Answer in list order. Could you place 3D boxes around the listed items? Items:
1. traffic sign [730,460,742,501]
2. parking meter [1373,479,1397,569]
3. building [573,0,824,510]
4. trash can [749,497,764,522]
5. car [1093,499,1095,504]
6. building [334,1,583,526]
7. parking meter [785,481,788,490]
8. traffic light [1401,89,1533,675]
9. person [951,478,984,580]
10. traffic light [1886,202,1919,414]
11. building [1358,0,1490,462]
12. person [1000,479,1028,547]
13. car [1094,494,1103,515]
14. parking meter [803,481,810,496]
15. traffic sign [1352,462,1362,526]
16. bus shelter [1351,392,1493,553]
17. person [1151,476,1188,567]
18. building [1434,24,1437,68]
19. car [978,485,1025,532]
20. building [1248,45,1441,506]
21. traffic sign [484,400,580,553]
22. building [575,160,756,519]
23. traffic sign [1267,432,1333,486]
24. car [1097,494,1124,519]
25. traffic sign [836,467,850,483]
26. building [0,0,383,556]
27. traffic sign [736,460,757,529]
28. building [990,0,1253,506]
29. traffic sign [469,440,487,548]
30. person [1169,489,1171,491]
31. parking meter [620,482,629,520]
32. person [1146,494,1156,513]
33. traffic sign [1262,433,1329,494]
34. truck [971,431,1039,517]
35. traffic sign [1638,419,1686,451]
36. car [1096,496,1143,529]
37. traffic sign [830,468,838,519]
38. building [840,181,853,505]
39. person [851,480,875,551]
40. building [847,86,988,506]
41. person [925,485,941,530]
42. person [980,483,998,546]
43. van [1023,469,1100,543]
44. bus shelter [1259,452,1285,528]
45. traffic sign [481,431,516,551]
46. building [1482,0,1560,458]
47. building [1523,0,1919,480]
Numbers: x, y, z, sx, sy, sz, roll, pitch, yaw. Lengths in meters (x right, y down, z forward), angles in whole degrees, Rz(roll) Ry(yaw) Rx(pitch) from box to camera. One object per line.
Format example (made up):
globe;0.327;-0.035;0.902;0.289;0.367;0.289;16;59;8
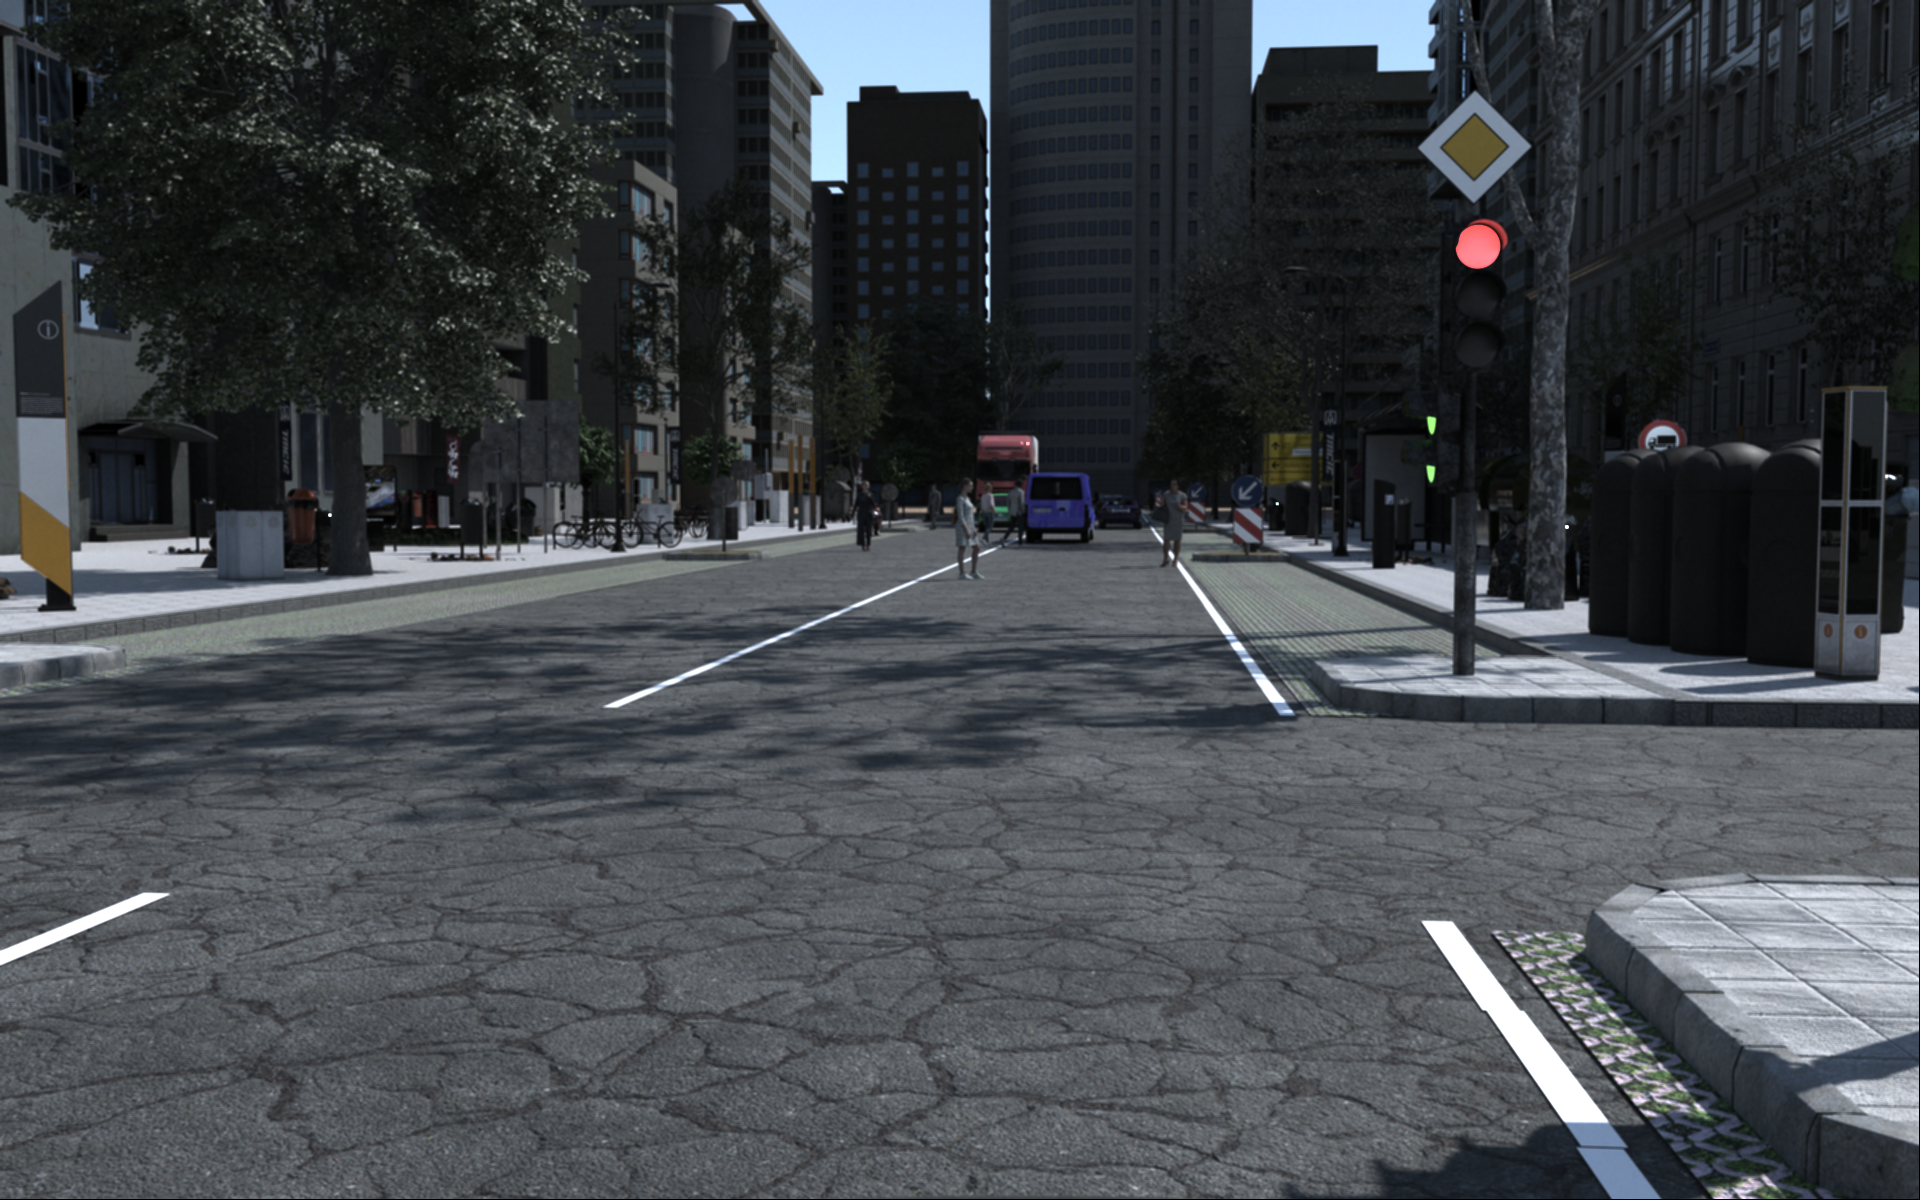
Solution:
traffic sign;-8.171;-3.928;64.325;0.768;2.556;0.104;1;4;11
parking meter;7.330;-1.315;29.913;0.372;1.533;0.369;0;3;0
building;-24.237;-27.191;136.454;23.993;40.220;32.217;0;4;5
trash can;-9.424;-4.214;80.548;0.748;1.137;0.748;0;3;0
car;13.128;-9.057;158.301;2.015;1.641;3.980;0;4;5
building;-25.304;-18.497;74.125;14.160;30.474;14.107;0;4;5
parking meter;-7.828;-4.515;79.536;0.399;1.863;0.255;0;4;-7
traffic light;3.563;-1.424;12.203;0.839;4.253;0.868;0;4;5
person;0.098;-1.194;29.033;0.522;1.701;0.512;1;4;19
traffic light;2.795;-0.938;4.255;0.839;4.253;0.868;0;4;5
building;43.320;-49.855;127.804;22.319;86.520;31.000;0;4;5
person;1.470;-2.329;46.433;0.795;1.843;0.661;-3;4;-38
car;10.253;-6.595;119.633;2.131;1.459;4.920;0;4;7
parking meter;-6.917;-4.441;78.321;0.255;1.863;0.399;1;4;19
traffic sign;15.880;-4.184;68.508;0.768;2.556;0.104;0;4;6
bus shelter;9.663;-2.617;36.707;2.014;3.302;5.546;0;4;5
person;4.109;-1.547;34.159;0.716;1.782;0.532;1;4;21
building;67.415;-39.591;189.309;28.212;58.520;21.231;0;4;5
car;1.722;-3.531;66.530;1.959;1.807;4.718;0;4;6
building;42.580;-34.731;191.551;21.600;48.544;21.300;0;4;5
traffic sign;-9.330;-2.680;37.694;2.265;3.308;0.079;1;4;14
building;-29.190;-15.931;105.511;27.650;21.520;28.899;0;4;5
traffic sign;11.184;-3.840;56.664;2.265;3.308;0.079;0;4;7
car;8.893;-5.459;101.047;2.131;1.459;4.920;0;4;5
traffic sign;-5.572;-5.010;82.015;0.768;2.556;0.104;1;4;14
building;-30.350;-44.623;42.262;22.319;86.520;31.000;0;4;5
traffic sign;-7.905;-3.915;64.114;0.768;2.556;0.104;0;4;7
building;17.663;-39.894;194.268;28.212;58.520;21.231;0;4;5
traffic sign;-11.200;-2.487;40.775;0.768;2.556;0.104;1;4;9
person;12.913;-5.968;106.632;0.990;1.755;0.434;3;4;38
parking meter;-16.349;-4.824;84.581;0.399;1.863;0.255;2;4;24
person;13.654;-6.843;123.640;1.065;1.426;0.557;-3;5;-41
traffic sign;11.253;-3.920;57.973;2.265;3.308;0.079;0;4;8
truck;2.195;-5.494;78.743;2.839;4.237;11.283;0;4;4
traffic sign;11.937;-1.799;29.514;0.768;2.556;0.104;1;4;13
car;6.614;-3.616;71.696;1.945;1.354;3.894;0;4;4
traffic sign;-5.978;-5.148;84.273;0.768;2.556;0.104;1;4;14
building;-23.032;-31.341;204.308;23.993;40.220;32.217;0;4;5
person;-2.418;-2.120;43.588;0.576;1.772;0.534;-2;4;-24
building;-4.410;-33.217;193.211;14.200;45.320;14.600;0;4;5
person;-1.086;-3.726;69.528;0.694;1.812;0.767;3;4;38
person;0.760;-2.375;47.996;0.731;1.740;0.598;3;5;40
van;3.051;-2.936;52.384;2.240;2.365;5.245;0;4;6
bus shelter;12.102;-4.229;63.074;2.014;3.302;5.546;0;4;6
traffic sign;-9.402;-2.149;35.242;0.768;2.556;0.104;1;4;13
building;44.536;-25.037;101.239;32.217;40.220;23.993;0;4;5
building;32.451;-16.806;72.037;12.463;27.353;25.104;0;4;5
